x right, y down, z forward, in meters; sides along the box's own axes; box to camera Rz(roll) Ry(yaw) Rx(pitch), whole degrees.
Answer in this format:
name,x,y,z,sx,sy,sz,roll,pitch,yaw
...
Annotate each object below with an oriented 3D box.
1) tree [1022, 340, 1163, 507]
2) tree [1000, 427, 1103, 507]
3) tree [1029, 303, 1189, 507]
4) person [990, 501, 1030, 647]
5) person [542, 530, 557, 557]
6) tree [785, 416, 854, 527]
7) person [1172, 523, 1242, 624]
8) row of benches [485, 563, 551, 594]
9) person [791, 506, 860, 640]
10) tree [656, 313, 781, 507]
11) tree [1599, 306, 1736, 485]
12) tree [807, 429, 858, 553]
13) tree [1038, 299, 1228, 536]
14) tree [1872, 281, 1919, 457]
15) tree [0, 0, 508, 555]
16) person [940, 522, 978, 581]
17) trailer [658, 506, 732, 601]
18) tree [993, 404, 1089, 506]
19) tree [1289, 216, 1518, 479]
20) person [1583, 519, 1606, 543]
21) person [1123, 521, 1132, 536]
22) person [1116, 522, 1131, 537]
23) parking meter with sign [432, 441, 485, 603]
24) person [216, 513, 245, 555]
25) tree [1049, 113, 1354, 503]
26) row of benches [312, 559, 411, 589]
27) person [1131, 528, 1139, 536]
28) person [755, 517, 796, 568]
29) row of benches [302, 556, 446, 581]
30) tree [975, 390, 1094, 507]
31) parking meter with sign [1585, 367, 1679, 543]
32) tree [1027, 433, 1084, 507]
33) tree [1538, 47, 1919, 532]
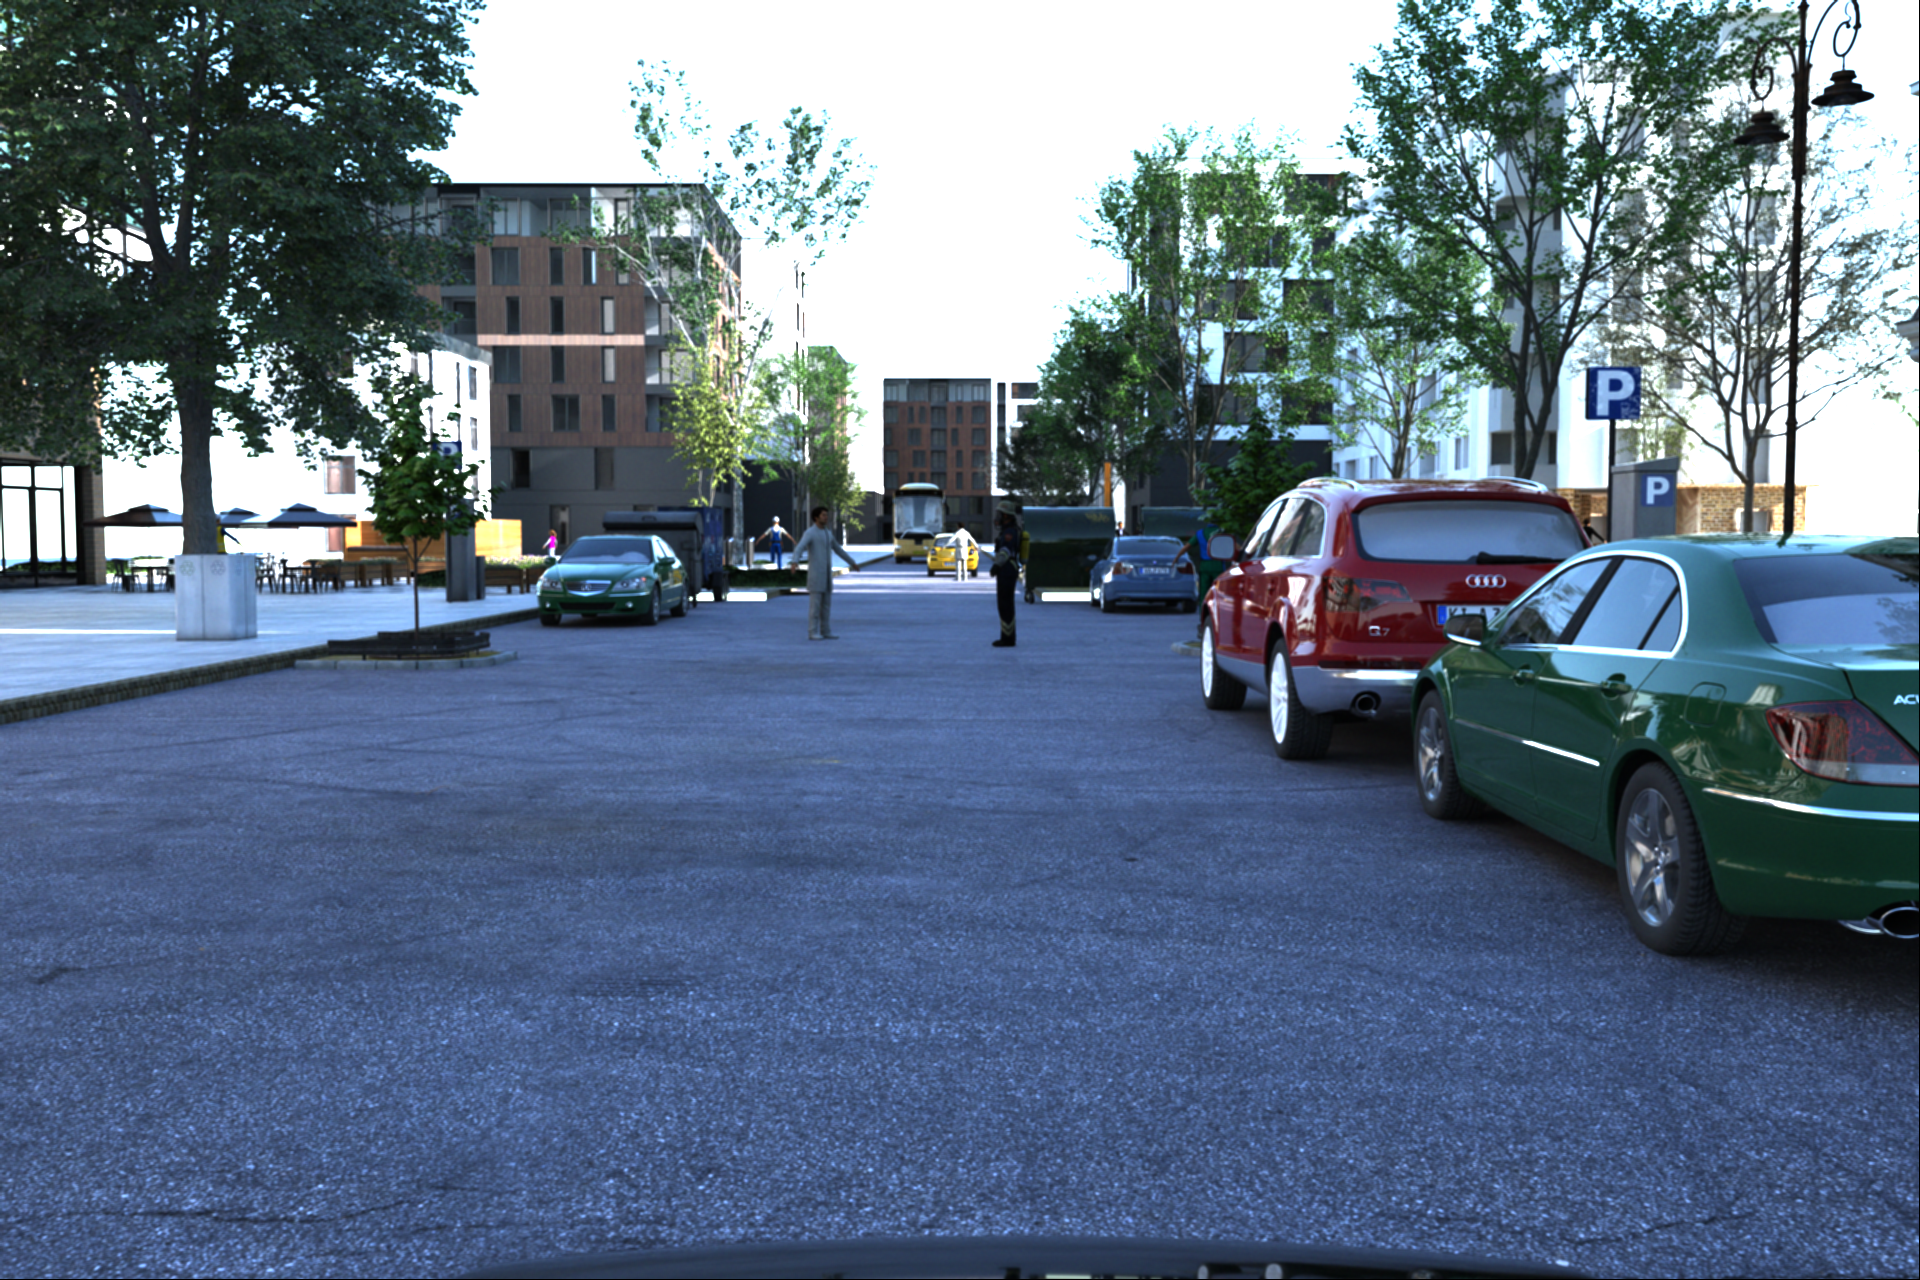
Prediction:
name,x,y,z,sx,sy,sz,roll,pitch,yaw
tree,6.649,-9.896,87.550,9.928,11.665,9.643,0,3,0
tree,6.909,-12.127,132.681,8.767,10.594,7.601,1,4,13
tree,6.704,-9.317,78.087,9.928,11.665,9.643,0,3,0
person,0.565,-0.850,22.138,0.705,1.856,1.354,0,4,7
person,-14.633,-3.214,61.817,0.599,1.433,0.991,1,4,13
tree,-8.792,-9.656,108.235,4.737,8.622,4.395,0,3,0
person,3.936,-1.123,26.951,1.347,1.817,0.704,1,4,21
row of benches,-8.969,-1.374,37.934,4.104,0.672,1.422,-3,5,-43
person,-1.885,-0.917,23.633,0.705,1.806,1.347,3,4,37
tree,-8.459,-6.635,58.847,4.737,8.622,4.395,0,3,0
tree,21.685,-6.408,55.126,4.360,8.622,3.978,0,3,0
tree,-8.910,-10.343,119.478,4.737,8.622,4.395,0,3,0
tree,6.735,-8.081,66.540,8.767,10.594,7.601,3,5,44
tree,28.417,-6.155,51.004,4.360,8.622,3.978,0,3,0
tree,-11.999,-7.339,26.645,9.857,13.997,8.962,0,3,0
person,0.011,-2.726,53.217,1.347,1.806,0.705,-2,4,-31
trailer,-5.740,-1.796,36.411,1.471,1.999,3.904,0,4,0
tree,5.920,-11.590,123.910,7.601,10.594,8.767,1,4,15
tree,14.217,-7.968,56.036,9.928,11.665,9.643,0,3,0
person,21.202,-3.204,58.574,1.347,1.806,0.705,3,5,44
person,6.587,-3.789,68.079,0.705,1.813,1.348,-2,4,-31
person,5.922,-3.486,63.720,1.216,1.740,0.721,-1,4,-9
parking meter with sign,-9.548,-2.258,33.186,0.543,3.016,1.738,0,3,0
person,-17.317,-2.082,40.501,1.216,1.772,0.721,0,4,7
tree,6.026,-7.214,43.696,9.928,11.665,9.643,0,3,0
row of benches,-14.562,-1.632,42.144,1.422,0.672,4.104,0,4,7
person,4.214,-1.999,38.828,1.346,1.812,0.704,-3,5,-39
person,-6.049,-3.123,56.916,1.347,1.847,0.705,0,4,-8
row of benches,-16.067,-1.969,47.651,4.104,0.672,1.422,-1,4,-16
tree,6.547,-14.299,144.156,12.009,13.543,11.850,0,3,0
parking meter with sign,6.819,-1.289,17.331,0.543,3.016,1.738,0,3,0
tree,6.050,-9.964,113.268,4.360,8.622,3.978,0,3,0
tree,20.047,-8.168,43.918,12.009,13.543,11.850,0,3,0
